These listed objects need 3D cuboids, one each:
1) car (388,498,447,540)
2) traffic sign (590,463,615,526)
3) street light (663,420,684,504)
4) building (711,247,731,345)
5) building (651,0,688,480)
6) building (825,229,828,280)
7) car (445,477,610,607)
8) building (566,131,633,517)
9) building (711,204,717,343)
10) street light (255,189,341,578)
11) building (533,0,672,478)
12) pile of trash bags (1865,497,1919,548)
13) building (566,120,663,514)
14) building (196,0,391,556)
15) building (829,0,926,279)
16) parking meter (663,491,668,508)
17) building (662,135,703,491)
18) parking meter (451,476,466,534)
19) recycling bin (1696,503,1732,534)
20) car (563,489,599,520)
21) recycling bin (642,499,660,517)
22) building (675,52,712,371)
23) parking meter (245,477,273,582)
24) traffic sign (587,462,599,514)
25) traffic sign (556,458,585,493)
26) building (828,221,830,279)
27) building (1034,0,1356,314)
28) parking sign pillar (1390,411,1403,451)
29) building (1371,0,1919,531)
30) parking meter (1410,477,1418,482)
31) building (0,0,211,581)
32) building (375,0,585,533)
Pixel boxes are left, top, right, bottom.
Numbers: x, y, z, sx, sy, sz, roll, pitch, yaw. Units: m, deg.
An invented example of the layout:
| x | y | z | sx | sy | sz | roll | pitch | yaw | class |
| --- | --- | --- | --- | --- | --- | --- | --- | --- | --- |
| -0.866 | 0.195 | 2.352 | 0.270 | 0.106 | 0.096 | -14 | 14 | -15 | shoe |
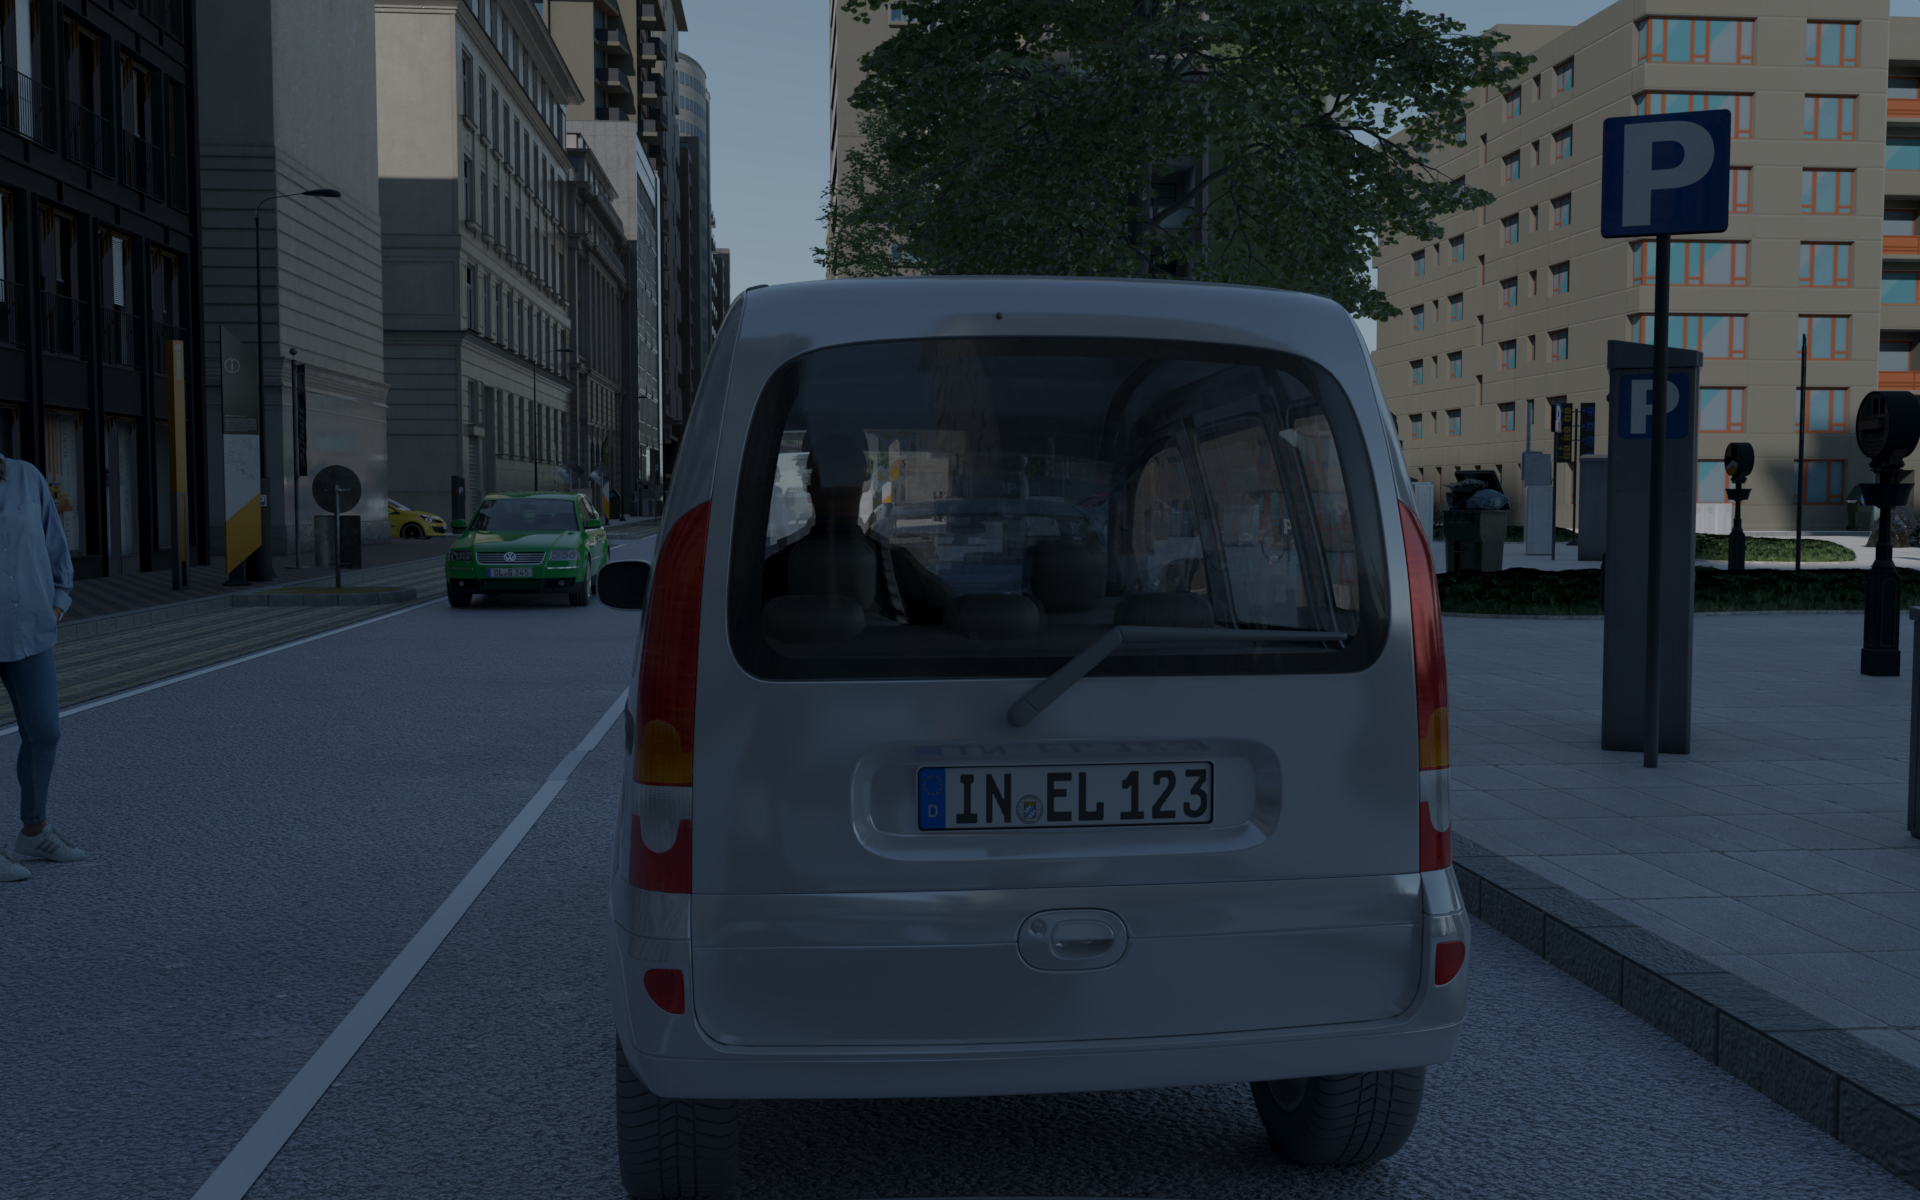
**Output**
| x | y | z | sx | sy | sz | roll | pitch | yaw | class |
| --- | --- | --- | --- | --- | --- | --- | --- | --- | --- |
| -17.265 | -2.509 | 51.241 | 3.980 | 1.641 | 2.015 | 0 | 4 | -6 | car |
| -11.484 | -3.179 | 55.618 | 0.795 | 2.450 | 0.064 | 0 | 4 | -6 | traffic sign |
| -18.039 | -8.332 | 108.761 | 1.470 | 5.913 | 1.316 | 0 | 4 | -6 | street light |
| -44.233 | -36.446 | 279.481 | 14.154 | 41.232 | 14.086 | 0 | 4 | -6 | building |
| -41.669 | -35.526 | 170.089 | 28.713 | 52.752 | 27.495 | 0 | 4 | -6 | building |
| -10.315 | -38.042 | 276.613 | 22.147 | 44.769 | 28.867 | 0 | 4 | -6 | building |
| -5.782 | -0.897 | 23.460 | 1.959 | 1.807 | 4.718 | 0 | 4 | -7 | car |
| -26.150 | -15.639 | 97.495 | 13.314 | 21.916 | 24.055 | 0 | 4 | -6 | building |
| -47.518 | -38.959 | 256.591 | 23.786 | 49.044 | 30.456 | 0 | 4 | -6 | building |
| -10.112 | -3.297 | 26.447 | 1.470 | 5.913 | 1.316 | 0 | 4 | -6 | street light |
| -35.646 | -29.849 | 142.656 | 22.147 | 44.769 | 28.867 | 0 | 4 | -6 | building |
| 23.581 | -1.975 | 42.037 | 3.447 | 1.369 | 1.912 | -3 | 4 | -38 | pile of trash bags |
| -27.431 | -18.437 | 119.468 | 12.078 | 24.808 | 19.932 | 0 | 4 | -6 | building |
| -23.348 | -11.627 | 39.258 | 18.267 | 20.994 | 9.793 | 0 | 4 | -6 | building |
| 1.841 | -30.408 | 120.867 | 21.300 | 48.544 | 21.600 | 0 | 4 | -6 | building |
| -22.031 | -7.413 | 129.616 | 0.372 | 1.533 | 0.369 | 0 | 3 | 0 | parking meter |
| -35.949 | -31.086 | 191.844 | 14.154 | 41.232 | 14.086 | 0 | 4 | -6 | building |
| -15.960 | -3.023 | 55.134 | 0.255 | 1.863 | 0.399 | 2 | 4 | 30 | parking meter |
| 20.319 | -2.094 | 46.793 | 0.722 | 1.027 | 0.722 | -2 | 4 | -34 | recycling bin |
| -10.041 | -2.103 | 43.185 | 1.959 | 1.807 | 4.718 | 0 | 4 | -5 | car |
| -17.360 | -5.189 | 97.391 | 0.722 | 1.027 | 0.722 | 2 | 4 | 27 | recycling bin |
| -43.826 | -41.911 | 227.243 | 21.231 | 58.520 | 28.212 | 0 | 4 | -6 | building |
| -10.312 | -1.041 | 25.431 | 0.372 | 1.533 | 0.369 | 0 | 3 | 0 | parking meter |
| -14.865 | -4.349 | 71.117 | 0.884 | 2.594 | 0.081 | 0 | 4 | -3 | traffic sign |
| -10.711 | -2.693 | 47.671 | 0.795 | 2.450 | 0.064 | 0 | 4 | -6 | traffic sign |
| -12.407 | -34.947 | 254.981 | 14.154 | 41.232 | 14.086 | 0 | 4 | -6 | building |
| 6.119 | -23.357 | 65.478 | 14.086 | 41.232 | 14.154 | 0 | 4 | -6 | building |
| 9.616 | -3.168 | 40.263 | 1.447 | 3.967 | 1.447 | -1 | 4 | -19 | parking sign pillar |
| 36.260 | -14.012 | 74.139 | 28.899 | 21.520 | 27.650 | 0 | 4 | -6 | building |
| 15.042 | -3.181 | 57.725 | 0.399 | 1.863 | 0.255 | -1 | 4 | -18 | parking meter |
| -18.854 | -11.765 | 22.033 | 12.332 | 23.373 | 15.834 | 0 | 4 | -6 | building |
| -25.095 | -14.504 | 70.431 | 16.112 | 22.955 | 30.059 | 0 | 4 | -6 | building |
